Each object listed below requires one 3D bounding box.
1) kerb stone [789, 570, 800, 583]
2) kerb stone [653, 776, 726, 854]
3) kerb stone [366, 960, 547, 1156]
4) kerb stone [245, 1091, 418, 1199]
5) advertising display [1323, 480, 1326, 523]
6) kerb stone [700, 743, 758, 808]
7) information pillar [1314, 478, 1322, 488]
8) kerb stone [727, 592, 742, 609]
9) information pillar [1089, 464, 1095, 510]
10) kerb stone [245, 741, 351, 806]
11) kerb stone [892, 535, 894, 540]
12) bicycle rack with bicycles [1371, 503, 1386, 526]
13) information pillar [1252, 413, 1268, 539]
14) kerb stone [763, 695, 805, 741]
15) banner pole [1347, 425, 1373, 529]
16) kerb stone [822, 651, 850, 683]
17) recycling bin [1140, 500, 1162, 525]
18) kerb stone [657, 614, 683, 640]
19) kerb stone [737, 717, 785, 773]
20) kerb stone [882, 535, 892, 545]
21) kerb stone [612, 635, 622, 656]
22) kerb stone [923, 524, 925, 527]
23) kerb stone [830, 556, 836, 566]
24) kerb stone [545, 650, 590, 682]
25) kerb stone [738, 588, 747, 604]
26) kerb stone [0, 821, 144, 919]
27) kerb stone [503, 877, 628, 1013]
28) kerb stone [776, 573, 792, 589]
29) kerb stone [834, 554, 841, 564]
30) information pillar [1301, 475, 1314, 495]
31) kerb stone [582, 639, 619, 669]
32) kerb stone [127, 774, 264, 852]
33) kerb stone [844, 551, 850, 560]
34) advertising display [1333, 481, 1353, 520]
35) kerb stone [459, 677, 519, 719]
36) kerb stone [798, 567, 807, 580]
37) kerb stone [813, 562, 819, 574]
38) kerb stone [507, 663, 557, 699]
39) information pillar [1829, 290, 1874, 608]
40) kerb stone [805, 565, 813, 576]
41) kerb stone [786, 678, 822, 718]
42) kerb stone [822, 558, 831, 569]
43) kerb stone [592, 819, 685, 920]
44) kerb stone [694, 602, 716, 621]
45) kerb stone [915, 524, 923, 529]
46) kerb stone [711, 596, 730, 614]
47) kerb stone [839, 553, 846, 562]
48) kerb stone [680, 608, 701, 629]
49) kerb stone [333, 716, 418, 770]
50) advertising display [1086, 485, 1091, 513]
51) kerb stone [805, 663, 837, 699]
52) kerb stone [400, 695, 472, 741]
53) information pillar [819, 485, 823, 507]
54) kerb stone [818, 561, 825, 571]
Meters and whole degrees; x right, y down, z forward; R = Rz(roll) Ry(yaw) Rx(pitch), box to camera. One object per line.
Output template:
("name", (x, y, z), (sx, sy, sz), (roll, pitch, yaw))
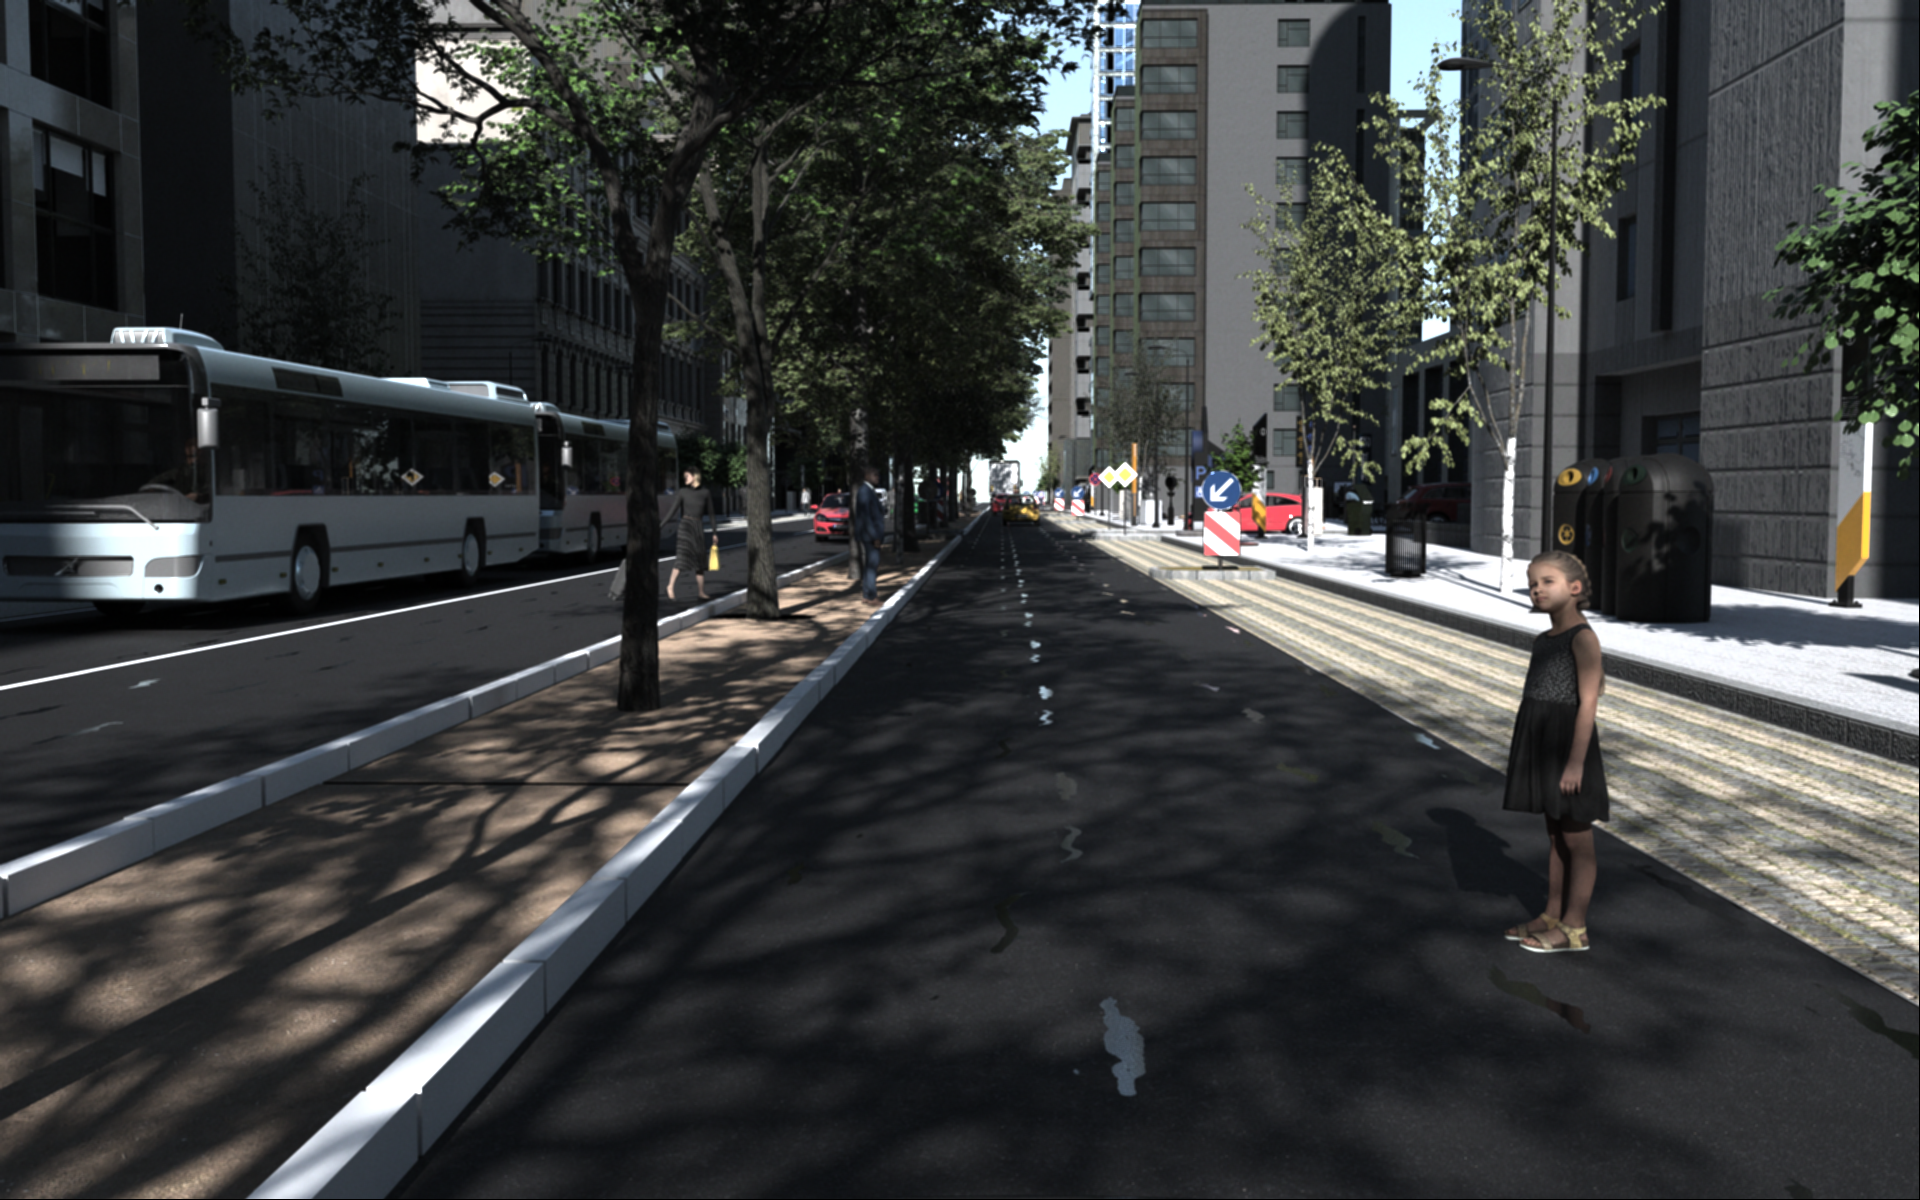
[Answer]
("kerb stone", (-2.740, -0.347, 27.875), (0.120, 0.150, 1.000), (0, 4, 1))
("kerb stone", (-1.141, 0.910, 7.317), (0.120, 0.150, 1.000), (0, 4, 1))
("kerb stone", (-1.211, 1.098, 4.246), (0.120, 0.150, 1.000), (0, 4, 1))
("kerb stone", (-1.238, 1.160, 3.224), (0.120, 0.150, 1.000), (0, 4, 1))
("advertising display", (16.293, -4.419, 77.463), (0.123, 1.923, 0.974), (1, 4, 12))
("kerb stone", (-1.117, 0.850, 8.349), (0.120, 0.150, 1.000), (0, 4, 1))
("information pillar", (16.474, -4.615, 79.942), (0.304, 2.012, 0.304), (-2, 4, -32))
("kerb stone", (-2.899, 0.030, 21.720), (0.120, 0.150, 1.000), (0, 4, 1))
("information pillar", (10.370, -8.863, 136.269), (0.504, 3.616, 0.183), (-2, 4, -29))
("kerb stone", (-3.213, 0.845, 8.393), (0.120, 0.150, 1.000), (0, 4, 1))
("kerb stone", (-2.149, -1.853, 52.487), (0.120, 0.150, 1.000), (0, 4, 1))
("bicycle rack with bicycles", (17.385, -3.471, 70.129), (2.925, 0.926, 2.852), (-1, 4, -10))
("information pillar", (8.612, -3.572, 49.761), (0.504, 3.616, 0.183), (-2, 4, -34))
("kerb stone", (-1.065, 0.721, 10.399), (0.120, 0.150, 1.000), (0, 4, 1))
("banner pole", (14.556, -4.464, 63.001), (0.863, 3.779, 0.401), (1, 4, 20))
("kerb stone", (-0.981, 0.534, 13.472), (0.120, 0.150, 1.000), (0, 4, 1))
("recycling bin", (7.877, -3.600, 71.414), (0.722, 1.027, 0.722), (-1, 4, -17))
("kerb stone", (-2.995, 0.280, 17.621), (0.120, 0.150, 1.000), (0, 4, 1))
("kerb stone", (-1.083, 0.784, 9.377), (0.120, 0.150, 1.000), (0, 4, 1))
("kerb stone", (-2.174, -1.790, 51.463), (0.120, 0.150, 1.000), (0, 4, 1))
("kerb stone", (-3.043, 0.410, 15.562), (0.120, 0.150, 1.000), (0, 4, 1))
("kerb stone", (-1.665, -3.077, 72.509), (0.120, 0.150, 1.000), (0, 4, 1))
("kerb stone", (-2.596, -0.721, 34.036), (0.120, 0.150, 1.000), (0, 4, 1))
("kerb stone", (-3.089, 0.531, 13.518), (0.120, 0.150, 1.000), (0, 4, 1))
("kerb stone", (-2.868, -0.033, 22.742), (0.120, 0.150, 1.000), (0, 4, 1))
("kerb stone", (-3.256, 0.973, 6.339), (0.120, 0.150, 1.000), (0, 4, 1))
("kerb stone", (-1.187, 1.035, 5.268), (0.120, 0.150, 1.000), (0, 4, 1))
("kerb stone", (-2.770, -0.284, 26.838), (0.120, 0.150, 1.000), (0, 4, 1))
("kerb stone", (-2.568, -0.784, 35.070), (0.120, 0.150, 1.000), (0, 4, 1))
("information pillar", (13.639, -3.898, 68.230), (0.304, 2.012, 0.304), (-1, 4, -15))
("kerb stone", (-3.056, 0.468, 14.539), (0.120, 0.150, 1.000), (0, 4, 1))
("kerb stone", (-3.242, 0.907, 7.364), (0.120, 0.150, 1.000), (0, 4, 1))
("kerb stone", (-2.518, -0.912, 37.114), (0.120, 0.150, 1.000), (0, 4, 1))
("advertising display", (19.000, -4.936, 85.921), (0.974, 1.923, 0.123), (1, 4, 22))
("kerb stone", (-3.137, 0.656, 11.467), (0.120, 0.150, 1.000), (0, 4, 1))
("kerb stone", (-2.709, -0.410, 28.897), (0.120, 0.150, 1.000), (0, 4, 1))
("kerb stone", (-2.672, -0.535, 30.953), (0.120, 0.150, 1.000), (0, 4, 1))
("kerb stone", (-3.114, 0.594, 12.489), (0.120, 0.150, 1.000), (0, 4, 1))
("information pillar", (10.067, -1.720, 19.484), (0.183, 3.616, 0.504), (0, 4, -6))
("kerb stone", (-2.693, -0.469, 29.926), (0.120, 0.150, 1.000), (0, 4, 1))
("kerb stone", (-1.043, 0.659, 11.424), (0.120, 0.150, 1.000), (0, 4, 1))
("kerb stone", (-2.620, -0.662, 33.014), (0.120, 0.150, 1.000), (0, 4, 1))
("kerb stone", (-1.162, 0.973, 6.292), (0.120, 0.150, 1.000), (0, 4, 1))
("kerb stone", (-2.943, 0.155, 19.671), (0.120, 0.150, 1.000), (0, 4, 1))
("kerb stone", (-1.693, -3.014, 71.476), (0.120, 0.150, 1.000), (0, 4, 1))
("kerb stone", (-2.915, 0.092, 20.696), (0.120, 0.150, 1.000), (0, 4, 1))
("kerb stone", (-2.544, -0.850, 36.092), (0.120, 0.150, 1.000), (0, 4, 1))
("kerb stone", (-2.965, 0.223, 18.647), (0.120, 0.150, 1.000), (0, 4, 1))
("kerb stone", (-3.191, 0.782, 9.415), (0.120, 0.150, 1.000), (0, 4, 1))
("advertising display", (8.700, -6.865, 117.449), (0.123, 1.923, 0.974), (-1, 4, -11))
("kerb stone", (-1.014, 0.596, 12.447), (0.120, 0.150, 1.000), (0, 4, 1))
("kerb stone", (-3.175, 0.719, 10.445), (0.120, 0.150, 1.000), (0, 4, 1))
("information pillar", (-10.951, -8.085, 136.681), (0.304, 2.012, 0.304), (0, 4, 1))
("kerb stone", (-2.645, -0.587, 31.984), (0.120, 0.150, 1.000), (0, 4, 1))
